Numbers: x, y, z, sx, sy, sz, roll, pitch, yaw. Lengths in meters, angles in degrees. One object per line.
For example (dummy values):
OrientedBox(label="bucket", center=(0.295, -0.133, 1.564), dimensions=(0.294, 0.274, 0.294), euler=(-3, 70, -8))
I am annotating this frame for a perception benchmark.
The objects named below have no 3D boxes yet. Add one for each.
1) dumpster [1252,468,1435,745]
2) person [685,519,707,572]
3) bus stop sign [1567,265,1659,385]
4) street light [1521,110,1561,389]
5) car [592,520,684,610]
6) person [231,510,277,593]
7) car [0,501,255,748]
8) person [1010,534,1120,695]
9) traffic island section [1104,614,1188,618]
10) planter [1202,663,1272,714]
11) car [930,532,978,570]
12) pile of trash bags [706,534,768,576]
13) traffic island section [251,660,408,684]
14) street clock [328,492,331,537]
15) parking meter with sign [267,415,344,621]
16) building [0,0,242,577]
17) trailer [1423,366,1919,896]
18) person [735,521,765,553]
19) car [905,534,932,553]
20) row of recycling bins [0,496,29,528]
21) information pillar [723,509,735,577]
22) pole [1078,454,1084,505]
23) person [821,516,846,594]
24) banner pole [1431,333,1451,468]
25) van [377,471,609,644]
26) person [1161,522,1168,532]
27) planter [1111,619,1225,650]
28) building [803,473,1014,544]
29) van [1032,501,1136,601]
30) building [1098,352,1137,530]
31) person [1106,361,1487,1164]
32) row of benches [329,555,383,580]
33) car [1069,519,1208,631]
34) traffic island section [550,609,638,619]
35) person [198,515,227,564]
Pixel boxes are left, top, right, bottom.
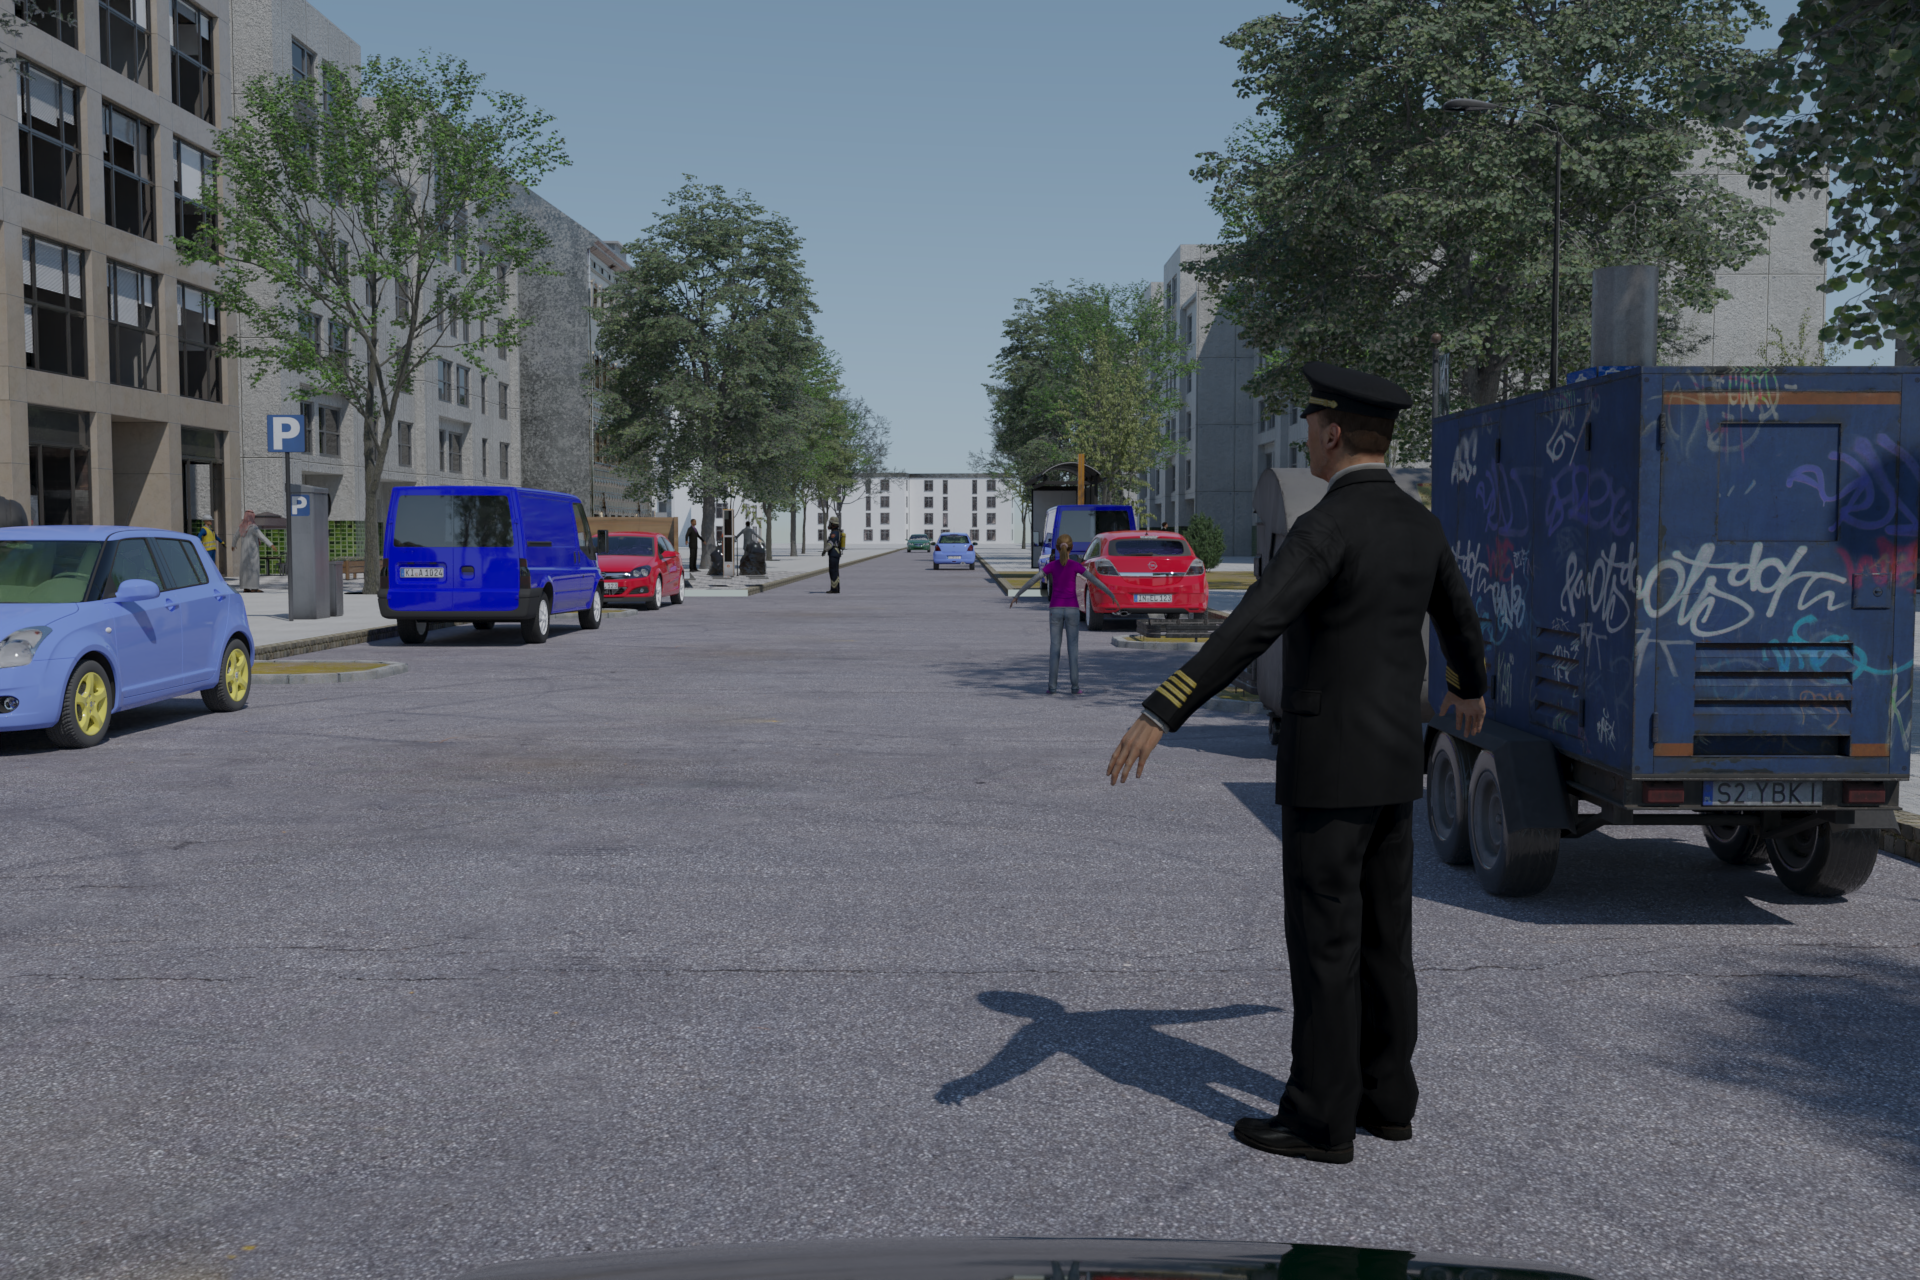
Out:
OrientedBox(label="dumpster", center=(2.864, -0.186, 11.262), dimensions=(1.865, 1.857, 1.264), euler=(0, 4, -1))
OrientedBox(label="person", center=(-9.014, -3.211, 58.730), dimensions=(0.704, 1.802, 1.346), euler=(1, 4, 20))
OrientedBox(label="bus stop sign", center=(6.612, -1.731, 17.326), dimensions=(0.837, 3.901, 0.837), euler=(0, 4, 0))
OrientedBox(label="street light", center=(6.938, -2.821, 18.660), dimensions=(1.470, 5.913, 1.316), euler=(0, 4, 0))
OrientedBox(label="car", center=(-6.554, -1.522, 33.924), dimensions=(2.155, 1.783, 4.494), euler=(0, 3, 0))
OrientedBox(label="person", center=(-15.481, -1.938, 37.834), dimensions=(1.347, 1.811, 0.704), euler=(2, 4, 27))
OrientedBox(label="car", center=(-6.654, -0.190, 12.691), dimensions=(1.945, 1.707, 3.694), euler=(0, 4, 0))
OrientedBox(label="person", center=(0.936, -0.231, 15.503), dimensions=(0.991, 1.433, 0.599), euler=(0, 4, 6))
OrientedBox(label="traffic island section", center=(2.964, -0.473, 30.596), dimensions=(1.991, 0.108, 1.994), euler=(0, 4, 0))
OrientedBox(label="planter", center=(2.997, 0.397, 14.655), dimensions=(1.991, 0.319, 1.994), euler=(0, 4, -1))
OrientedBox(label="car", center=(-0.239, -3.700, 70.092), dimensions=(1.945, 1.707, 3.694), euler=(0, 4, 0))
OrientedBox(label="pile of trash bags", center=(-6.998, -2.701, 53.912), dimensions=(1.912, 1.369, 3.447), euler=(0, 4, 0))
OrientedBox(label="traffic island section", center=(-6.732, 0.327, 17.518), dimensions=(1.991, 0.108, 1.994), euler=(0, 4, 0))
OrientedBox(label="street clock", center=(-10.545, -1.467, 28.558), dimensions=(0.358, 2.002, 0.471), euler=(0, 4, 1))
OrientedBox(label="parking meter with sign", center=(-9.845, -1.831, 26.204), dimensions=(0.543, 3.016, 1.738), euler=(0, 4, -1))
OrientedBox(label="building", center=(-29.504, -13.903, 30.520), dimensions=(19.350, 26.588, 34.151), euler=(0, 4, 0))
OrientedBox(label="trailer", center=(2.802, -0.050, 7.863), dimensions=(1.471, 1.999, 3.904), euler=(0, 4, 0))
OrientedBox(label="person", center=(-8.475, -3.863, 69.341), dimensions=(1.347, 1.806, 0.705), euler=(1, 4, 12))
OrientedBox(label="car", center=(-3.209, -7.556, 135.331), dimensions=(2.131, 1.459, 4.920), euler=(0, 4, 0))
OrientedBox(label="row of recycling bins", center=(-9.593, -0.526, 15.721), dimensions=(1.069, 1.692, 3.534), euler=(0, 4, 1))
OrientedBox(label="information pillar", center=(-6.843, -2.862, 51.279), dimensions=(0.304, 2.012, 0.304), euler=(0, 3, 0))
OrientedBox(label="pole", center=(3.085, -3.081, 44.220), dimensions=(0.158, 3.312, 0.155), euler=(0, 3, 0))
OrientedBox(label="person", center=(-3.058, -2.048, 41.723), dimensions=(0.705, 1.856, 1.354), euler=(1, 4, 10))
OrientedBox(label="banner pole", center=(5.921, -1.921, 21.426), dimensions=(0.401, 3.779, 0.863), euler=(0, 4, 0))
OrientedBox(label="van", center=(-6.371, -1.218, 24.301), dimensions=(2.240, 2.365, 5.245), euler=(0, 4, 0))
OrientedBox(label="person", center=(8.952, -4.242, 75.537), dimensions=(0.705, 1.806, 1.347), euler=(0, 4, -6))
OrientedBox(label="planter", center=(2.982, -0.074, 22.347), dimensions=(1.991, 0.319, 1.994), euler=(0, 4, 0))
OrientedBox(label="building", center=(-6.830, -17.829, 236.115), dimensions=(28.070, 9.664, 9.099), euler=(0, 4, 7))
OrientedBox(label="van", center=(2.792, -2.083, 38.438), dimensions=(2.240, 2.365, 5.245), euler=(0, 4, 0))
OrientedBox(label="building", center=(22.483, -18.404, 167.365), dimensions=(16.747, 18.905, 31.486), euler=(0, 4, -1))
OrientedBox(label="person", center=(0.889, 0.265, 4.065), dimensions=(1.347, 1.837, 0.705), euler=(-3, 5, -41))
OrientedBox(label="row of benches", center=(-17.014, -2.113, 50.007), dimensions=(1.422, 0.672, 4.104), euler=(1, 4, 9))
OrientedBox(label="car", center=(2.750, -1.111, 27.202), dimensions=(2.155, 1.783, 4.494), euler=(0, 4, -1))
OrientedBox(label="traffic island section", center=(-6.730, -0.456, 30.327), dimensions=(1.991, 0.108, 1.994), euler=(0, 4, 1))
OrientedBox(label="person", center=(-18.861, -2.275, 43.661), dimensions=(0.721, 1.772, 1.216), euler=(0, 4, 6))
